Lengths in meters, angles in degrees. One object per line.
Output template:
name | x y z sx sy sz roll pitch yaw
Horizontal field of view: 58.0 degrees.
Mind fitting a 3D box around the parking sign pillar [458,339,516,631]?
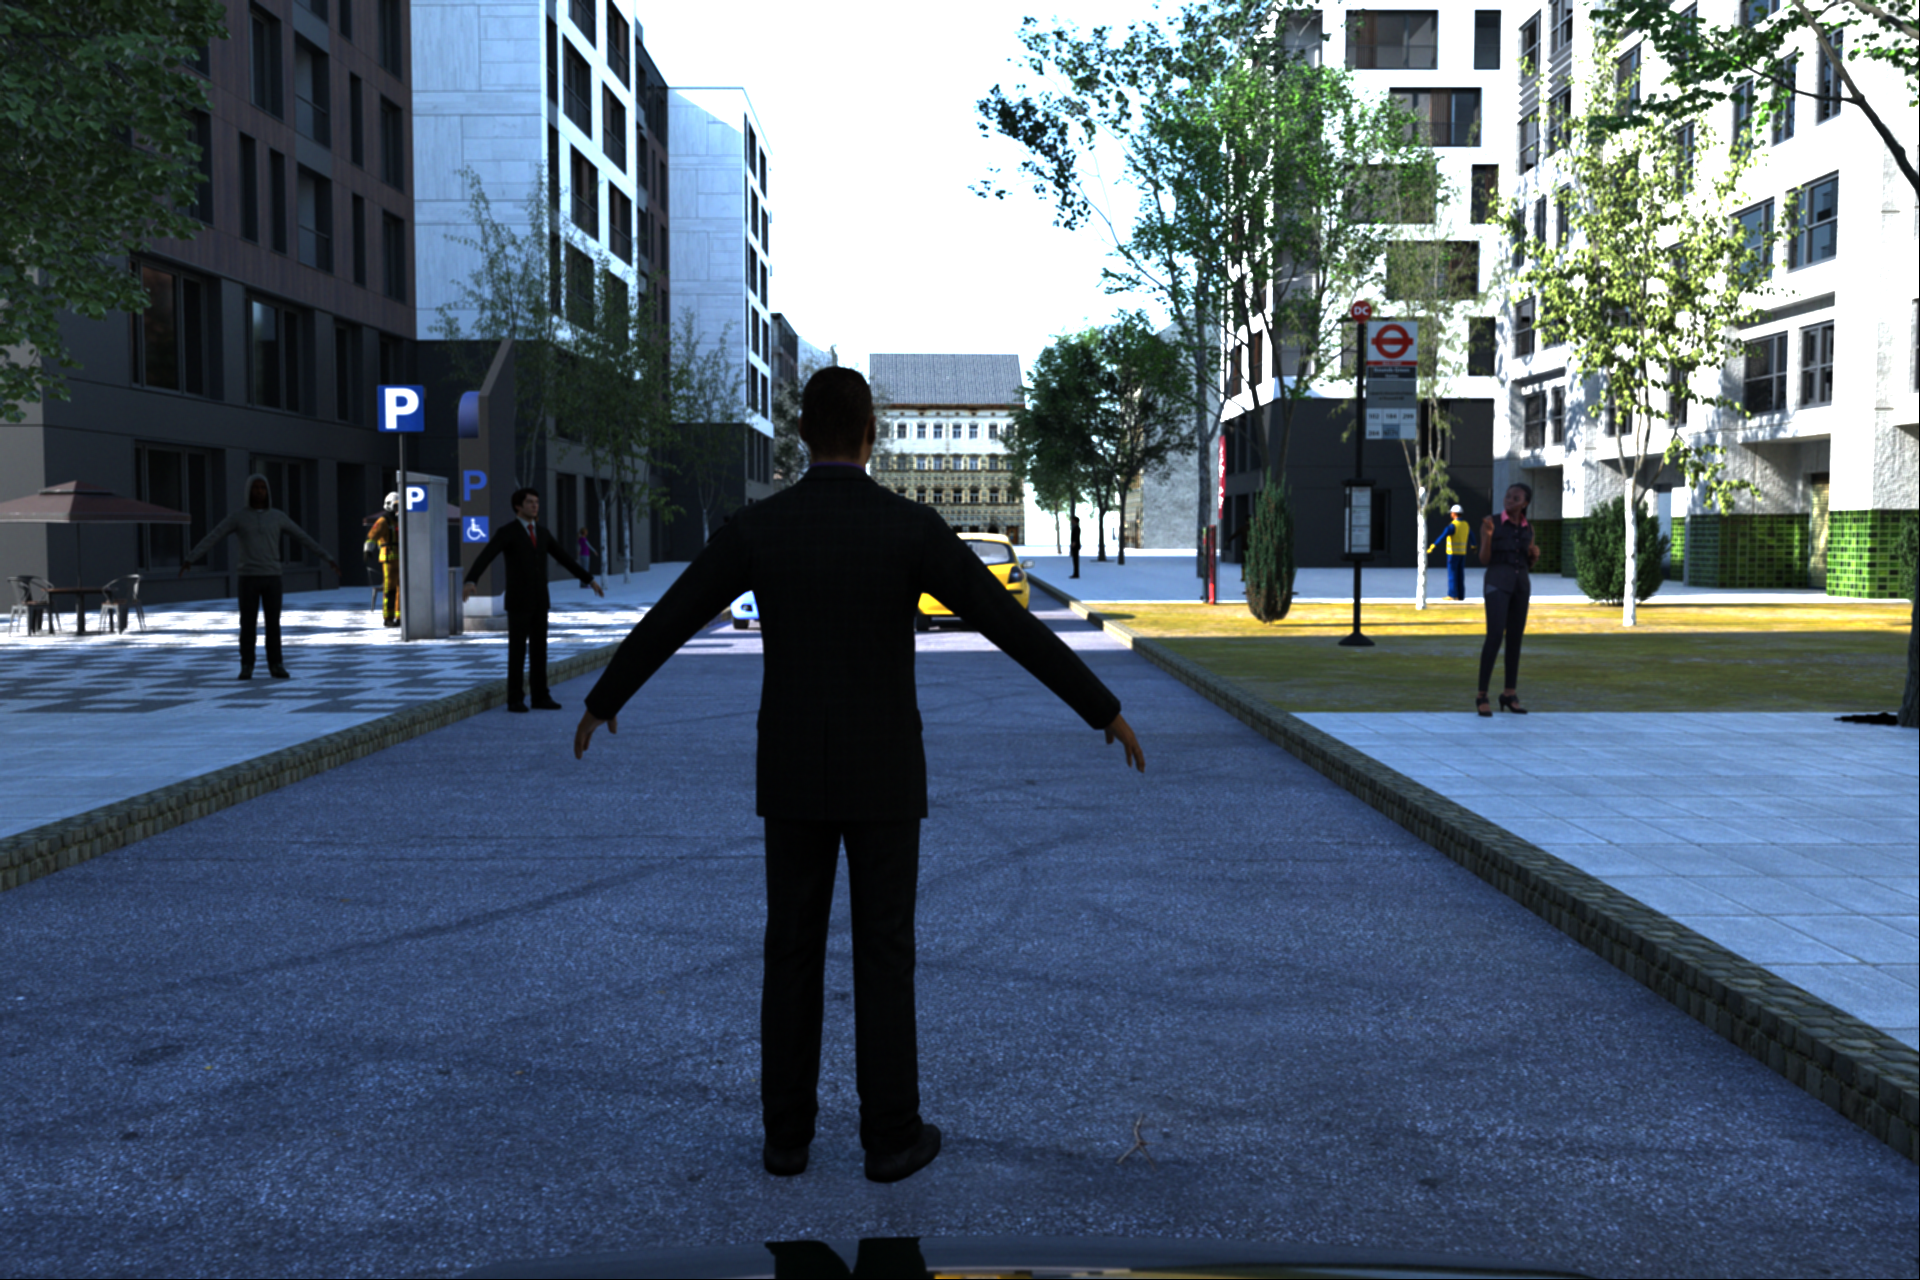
parking sign pillar | -6.374 -2.136 23.398 1.447 3.967 1.447 0 4 0

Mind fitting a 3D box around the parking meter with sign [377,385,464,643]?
parking meter with sign | -6.539 -1.525 21.198 0.543 3.016 1.738 0 3 0

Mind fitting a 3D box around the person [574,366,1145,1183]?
person | -0.263 0.291 3.920 1.346 1.802 0.704 1 4 10

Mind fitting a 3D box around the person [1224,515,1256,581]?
person | 7.824 -2.497 46.958 1.346 1.812 0.704 1 4 13

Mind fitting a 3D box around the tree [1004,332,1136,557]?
tree | 5.976 -10.983 97.697 7.486 12.596 7.792 0 3 0

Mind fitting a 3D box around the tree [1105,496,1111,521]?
tree | 19.014 -15.711 207.243 4.360 8.622 3.978 0 3 0

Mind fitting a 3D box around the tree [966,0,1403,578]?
tree | 6.110 -11.838 49.439 12.611 20.169 13.585 0 3 0

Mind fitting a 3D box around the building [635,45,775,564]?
building | -23.797 -14.265 77.200 27.936 21.610 32.646 0 4 -1

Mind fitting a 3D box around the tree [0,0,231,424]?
tree | -8.491 -5.753 12.182 7.486 12.596 7.792 0 3 0

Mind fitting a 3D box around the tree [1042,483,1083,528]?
tree | 6.690 -10.135 116.066 4.737 8.622 4.395 0 3 0

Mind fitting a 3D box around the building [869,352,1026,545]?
building | -1.926 -22.959 208.766 18.063 23.208 19.493 0 4 -3

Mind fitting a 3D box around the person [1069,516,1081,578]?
person | 3.343 -2.707 50.441 0.705 1.806 1.347 0 4 2

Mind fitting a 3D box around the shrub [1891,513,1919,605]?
shrub | 15.216 -1.354 26.556 1.690 2.028 1.600 0 3 0

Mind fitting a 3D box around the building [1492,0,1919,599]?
building | 26.206 -10.726 41.834 16.747 18.905 31.486 0 3 0

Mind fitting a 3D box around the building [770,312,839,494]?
building | -27.109 -20.295 175.803 27.936 21.610 32.646 0 4 -1

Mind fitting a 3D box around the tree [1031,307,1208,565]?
tree | 6.604 -8.422 72.105 8.767 10.594 7.601 2 4 24

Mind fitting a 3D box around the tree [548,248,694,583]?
tree | -8.658 -5.767 44.652 4.737 8.622 4.395 0 3 0

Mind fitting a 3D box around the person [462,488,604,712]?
person | -3.495 -0.332 14.066 0.705 1.806 1.347 3 5 40

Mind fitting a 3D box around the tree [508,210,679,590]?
tree | -8.132 -5.475 39.878 4.360 8.622 3.978 0 3 0

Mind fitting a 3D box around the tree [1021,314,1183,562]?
tree | 6.704 -9.484 80.817 9.928 11.665 9.643 0 3 0

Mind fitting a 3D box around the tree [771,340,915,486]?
tree | -8.357 -12.182 109.548 12.009 13.543 11.850 0 3 0

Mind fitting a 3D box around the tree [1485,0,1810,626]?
tree | 9.349 -4.495 23.863 4.737 8.622 4.395 0 3 0

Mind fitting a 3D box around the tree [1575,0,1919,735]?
tree | 6.602 -5.218 11.069 9.928 11.665 9.643 0 3 0

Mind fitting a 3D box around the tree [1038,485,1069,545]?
tree | 11.212 -15.554 204.666 4.737 8.622 4.395 0 3 0

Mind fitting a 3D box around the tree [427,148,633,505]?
tree | -8.532 -5.077 33.378 4.360 8.622 3.978 0 3 0

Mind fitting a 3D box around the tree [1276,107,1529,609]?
tree | 8.115 -4.833 29.375 4.360 8.622 3.978 0 3 0

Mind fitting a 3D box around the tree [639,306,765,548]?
tree | -8.207 -6.466 56.077 4.360 8.622 3.978 0 3 0

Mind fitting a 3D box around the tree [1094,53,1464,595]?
tree | 6.681 -6.784 36.671 9.928 11.665 9.643 0 3 0

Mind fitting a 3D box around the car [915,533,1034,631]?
car | 0.174 -1.027 27.007 2.015 1.641 3.980 0 3 0

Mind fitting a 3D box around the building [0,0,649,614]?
building | -24.916 -12.204 43.506 27.936 21.610 32.646 0 4 1

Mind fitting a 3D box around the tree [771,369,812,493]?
tree | -9.079 -10.043 98.619 8.767 10.594 7.601 0 4 5

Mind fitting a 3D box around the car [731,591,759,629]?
car | -2.576 -1.076 27.183 1.945 1.707 3.694 0 3 0

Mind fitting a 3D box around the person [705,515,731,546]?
person | -6.929 -2.790 51.553 1.347 1.837 0.705 0 4 -5

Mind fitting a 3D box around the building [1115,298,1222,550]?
building | 23.965 -19.507 149.859 19.493 23.208 18.063 0 4 -1

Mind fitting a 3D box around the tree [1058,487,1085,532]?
tree | 13.696 -15.841 209.363 4.360 8.622 3.978 0 3 0

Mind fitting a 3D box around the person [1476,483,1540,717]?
person | 3.890 -0.291 12.274 0.415 1.643 0.593 2 4 32

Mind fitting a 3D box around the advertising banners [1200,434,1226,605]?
advertising banners | 4.597 -2.157 31.454 0.090 3.025 2.074 0 4 -2

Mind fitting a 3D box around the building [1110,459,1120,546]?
building | 21.060 -14.335 176.516 9.099 9.664 28.070 0 3 0

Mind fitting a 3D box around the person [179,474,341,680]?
person | -6.210 -0.565 15.372 1.348 1.813 0.705 -2 4 -30

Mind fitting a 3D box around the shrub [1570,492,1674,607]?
shrub | 11.730 -1.633 30.746 1.661 2.075 1.752 0 3 0

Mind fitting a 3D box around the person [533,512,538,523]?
person | -8.416 -1.697 34.467 1.216 1.740 0.721 2 4 28

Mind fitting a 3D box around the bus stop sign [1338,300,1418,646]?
bus stop sign | 4.799 -1.907 19.879 0.855 3.939 0.416 0 4 0

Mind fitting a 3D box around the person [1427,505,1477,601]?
person | 9.500 -1.668 33.233 1.349 1.833 0.705 -2 4 -34

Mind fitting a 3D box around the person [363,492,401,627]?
person | -7.818 -1.117 24.039 0.705 1.858 1.354 2 4 25

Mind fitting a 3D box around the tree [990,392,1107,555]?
tree | 5.935 -10.642 108.404 7.601 10.594 8.767 2 4 25

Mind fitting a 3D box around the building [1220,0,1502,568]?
building | 25.853 -14.511 81.224 27.936 21.610 32.646 0 3 0

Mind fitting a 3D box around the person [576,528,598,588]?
person | -8.833 -1.939 40.974 0.599 1.433 0.991 -3 4 -39
